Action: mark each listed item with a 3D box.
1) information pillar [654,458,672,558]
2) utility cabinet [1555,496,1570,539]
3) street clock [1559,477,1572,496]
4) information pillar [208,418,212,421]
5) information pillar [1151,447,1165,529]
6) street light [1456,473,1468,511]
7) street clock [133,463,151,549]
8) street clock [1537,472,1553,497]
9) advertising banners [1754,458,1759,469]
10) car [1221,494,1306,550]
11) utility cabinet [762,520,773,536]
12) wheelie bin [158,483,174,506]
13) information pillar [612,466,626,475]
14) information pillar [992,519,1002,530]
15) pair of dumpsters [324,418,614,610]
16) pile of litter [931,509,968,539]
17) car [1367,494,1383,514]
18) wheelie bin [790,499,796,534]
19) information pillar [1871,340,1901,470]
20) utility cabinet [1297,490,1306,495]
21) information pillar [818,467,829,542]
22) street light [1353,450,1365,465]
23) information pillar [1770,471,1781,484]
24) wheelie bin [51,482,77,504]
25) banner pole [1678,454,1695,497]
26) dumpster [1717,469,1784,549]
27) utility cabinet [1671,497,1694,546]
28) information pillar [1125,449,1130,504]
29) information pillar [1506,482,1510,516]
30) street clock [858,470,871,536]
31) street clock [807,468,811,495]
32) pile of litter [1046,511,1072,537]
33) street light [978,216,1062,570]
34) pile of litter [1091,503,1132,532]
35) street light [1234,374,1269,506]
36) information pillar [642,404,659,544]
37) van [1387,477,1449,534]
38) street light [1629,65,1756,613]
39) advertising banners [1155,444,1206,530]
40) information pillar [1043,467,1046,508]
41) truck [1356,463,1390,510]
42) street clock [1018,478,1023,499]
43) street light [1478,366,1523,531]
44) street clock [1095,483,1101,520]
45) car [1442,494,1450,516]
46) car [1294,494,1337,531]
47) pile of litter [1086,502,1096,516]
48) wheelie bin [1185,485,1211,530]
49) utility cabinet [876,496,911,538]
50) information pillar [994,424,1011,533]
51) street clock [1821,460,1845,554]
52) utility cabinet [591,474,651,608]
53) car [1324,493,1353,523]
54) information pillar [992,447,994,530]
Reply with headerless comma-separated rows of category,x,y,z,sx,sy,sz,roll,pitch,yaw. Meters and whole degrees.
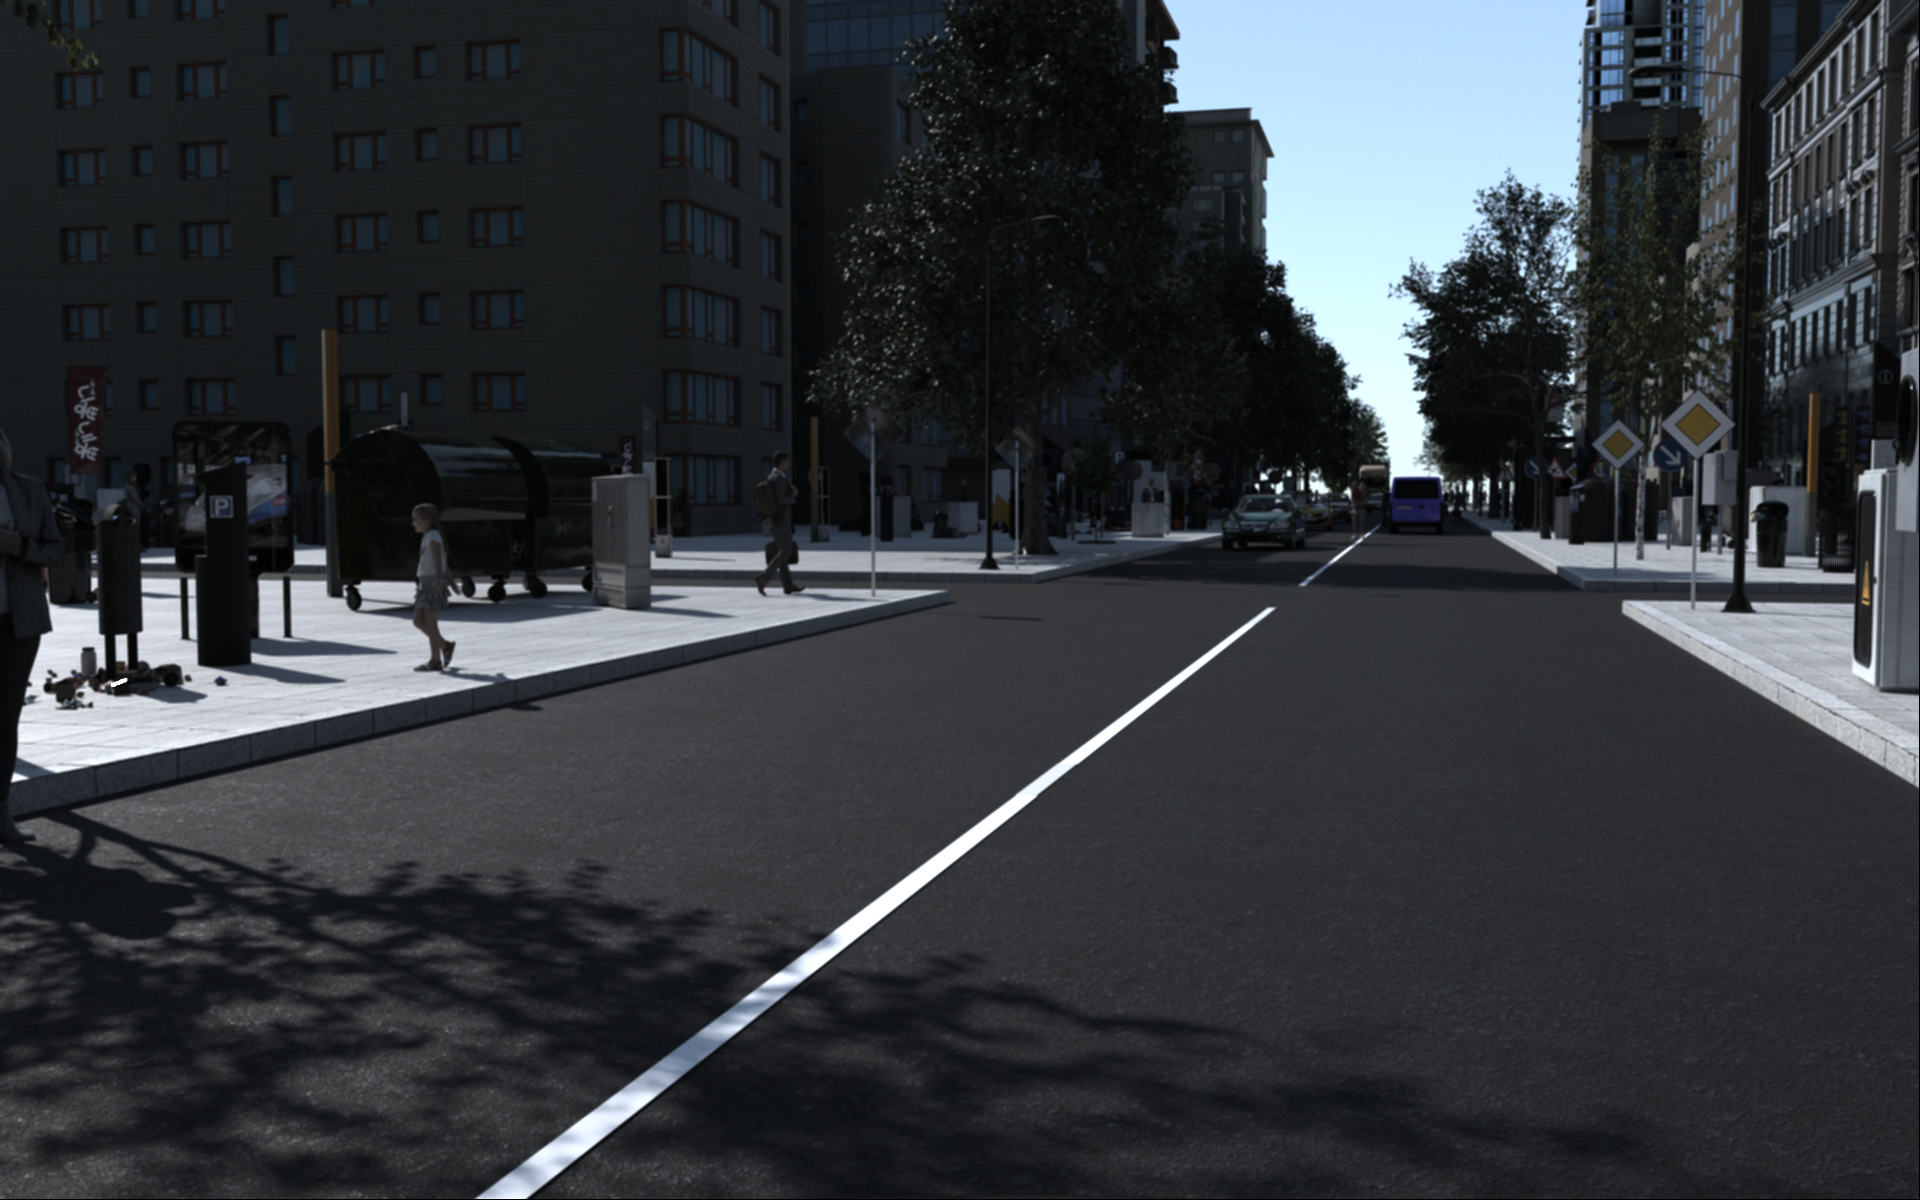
information pillar,-5.990,-1.864,34.976,0.304,2.012,0.304,0,4,1
utility cabinet,17.507,-2.360,49.741,1.020,1.237,0.306,-3,4,-37
street clock,25.889,-4.250,74.062,0.471,2.002,0.358,0,4,2
information pillar,-23.085,-3.804,53.546,0.183,3.616,0.504,-1,4,-8
information pillar,7.377,-4.469,64.426,0.504,3.616,0.183,1,4,18
street light,29.400,-7.768,99.547,1.470,5.913,1.316,1,4,15
street clock,-19.110,-2.198,40.505,0.358,2.002,0.471,0,4,-2
street clock,19.263,-3.210,57.059,0.358,2.002,0.471,-2,4,-25
advertising banners,39.191,-5.408,84.612,2.074,3.025,0.090,-3,5,-41
car,8.063,-2.076,45.737,2.131,1.459,4.920,1,4,17
utility cabinet,-5.614,-2.688,52.630,0.318,1.500,1.173,1,4,19
wheelie bin,-23.023,-2.620,50.745,0.980,1.594,0.693,3,4,37
information pillar,-8.828,-2.470,44.876,0.304,2.012,0.304,0,4,2
information pillar,1.305,-3.539,62.361,0.304,2.012,0.304,-3,4,-38
pair of dumpsters,-5.785,-1.127,20.922,1.574,2.255,4.437,1,4,15
pile of litter,-0.321,-2.251,50.775,1.176,0.858,1.719,1,4,11
car,31.167,-7.334,128.711,1.959,1.807,4.718,1,4,14
wheelie bin,-5.722,-2.899,55.310,0.693,1.594,0.980,3,5,43
information pillar,14.148,-2.144,26.417,0.504,3.616,0.183,0,4,6
utility cabinet,19.780,-5.708,102.006,1.173,1.500,0.318,-1,4,-14
information pillar,-3.719,-2.568,46.483,0.304,2.012,0.304,3,4,37
street light,42.251,-12.917,183.734,1.470,5.913,1.316,1,4,15
information pillar,26.445,-3.162,56.195,0.304,2.012,0.304,2,4,24
wheelie bin,-24.073,-2.352,46.366,0.693,1.594,0.980,-1,4,-10
banner pole,38.261,-6.187,91.181,0.401,3.779,0.863,0,4,-1
dumpster,18.710,-2.153,40.967,1.264,1.857,1.865,1,4,15
utility cabinet,18.019,-1.960,43.201,0.306,1.237,1.020,0,4,8
information pillar,8.746,-6.020,89.775,0.504,3.616,0.183,-3,4,-36
information pillar,30.866,-5.709,97.832,0.304,2.012,0.304,3,4,39
street clock,-2.901,-2.945,52.715,0.358,2.002,0.471,-2,4,-25
street clock,-3.957,-2.624,47.480,0.358,2.002,0.471,-3,5,-43
pile of litter,2.531,-2.371,52.731,1.719,0.858,1.176,2,4,31
street light,1.018,-3.465,29.189,1.470,5.913,1.316,1,4,15
pile of litter,5.545,-2.898,61.341,1.176,0.858,1.719,-1,4,-22
street light,11.309,-5.805,67.450,1.470,5.913,1.316,1,4,15
information pillar,-8.020,-3.272,44.858,0.504,3.616,0.183,2,4,31
van,16.682,-3.598,63.205,2.240,2.365,5.245,1,4,15
street light,7.937,-2.829,18.793,1.470,5.913,1.316,1,4,15
advertising banners,7.692,-3.983,61.304,2.074,3.025,0.090,2,4,26
information pillar,2.154,-2.643,47.710,0.304,2.012,0.304,-3,5,-43
truck,37.545,-10.279,156.978,2.839,4.237,11.283,1,4,15
street clock,2.650,-4.396,76.445,0.358,2.002,0.471,-1,4,-12
street light,19.040,-5.394,60.738,1.470,5.913,1.316,1,4,15
street clock,6.781,-4.908,84.813,0.358,2.002,0.471,0,4,-6
car,32.033,-6.548,116.841,2.009,1.686,4.222,1,4,15
car,13.908,-3.571,68.614,2.015,1.641,3.980,1,4,13
pile of litter,7.937,-5.260,99.972,1.719,0.858,1.176,2,4,35
wheelie bin,8.609,-3.338,62.481,0.980,1.594,0.693,-1,4,-14
utility cabinet,-1.955,-2.423,50.781,1.020,1.237,0.306,0,4,-7
information pillar,1.444,-4.024,57.154,0.504,3.616,0.183,0,4,1
street clock,18.560,-1.975,36.855,0.358,2.002,0.471,-1,4,-11
utility cabinet,-3.864,-0.672,19.668,0.318,1.500,1.173,-2,4,-29
car,18.775,-4.756,86.794,2.155,1.783,4.494,1,4,14
information pillar,1.328,-4.267,61.118,0.504,3.616,0.183,-1,4,-19
